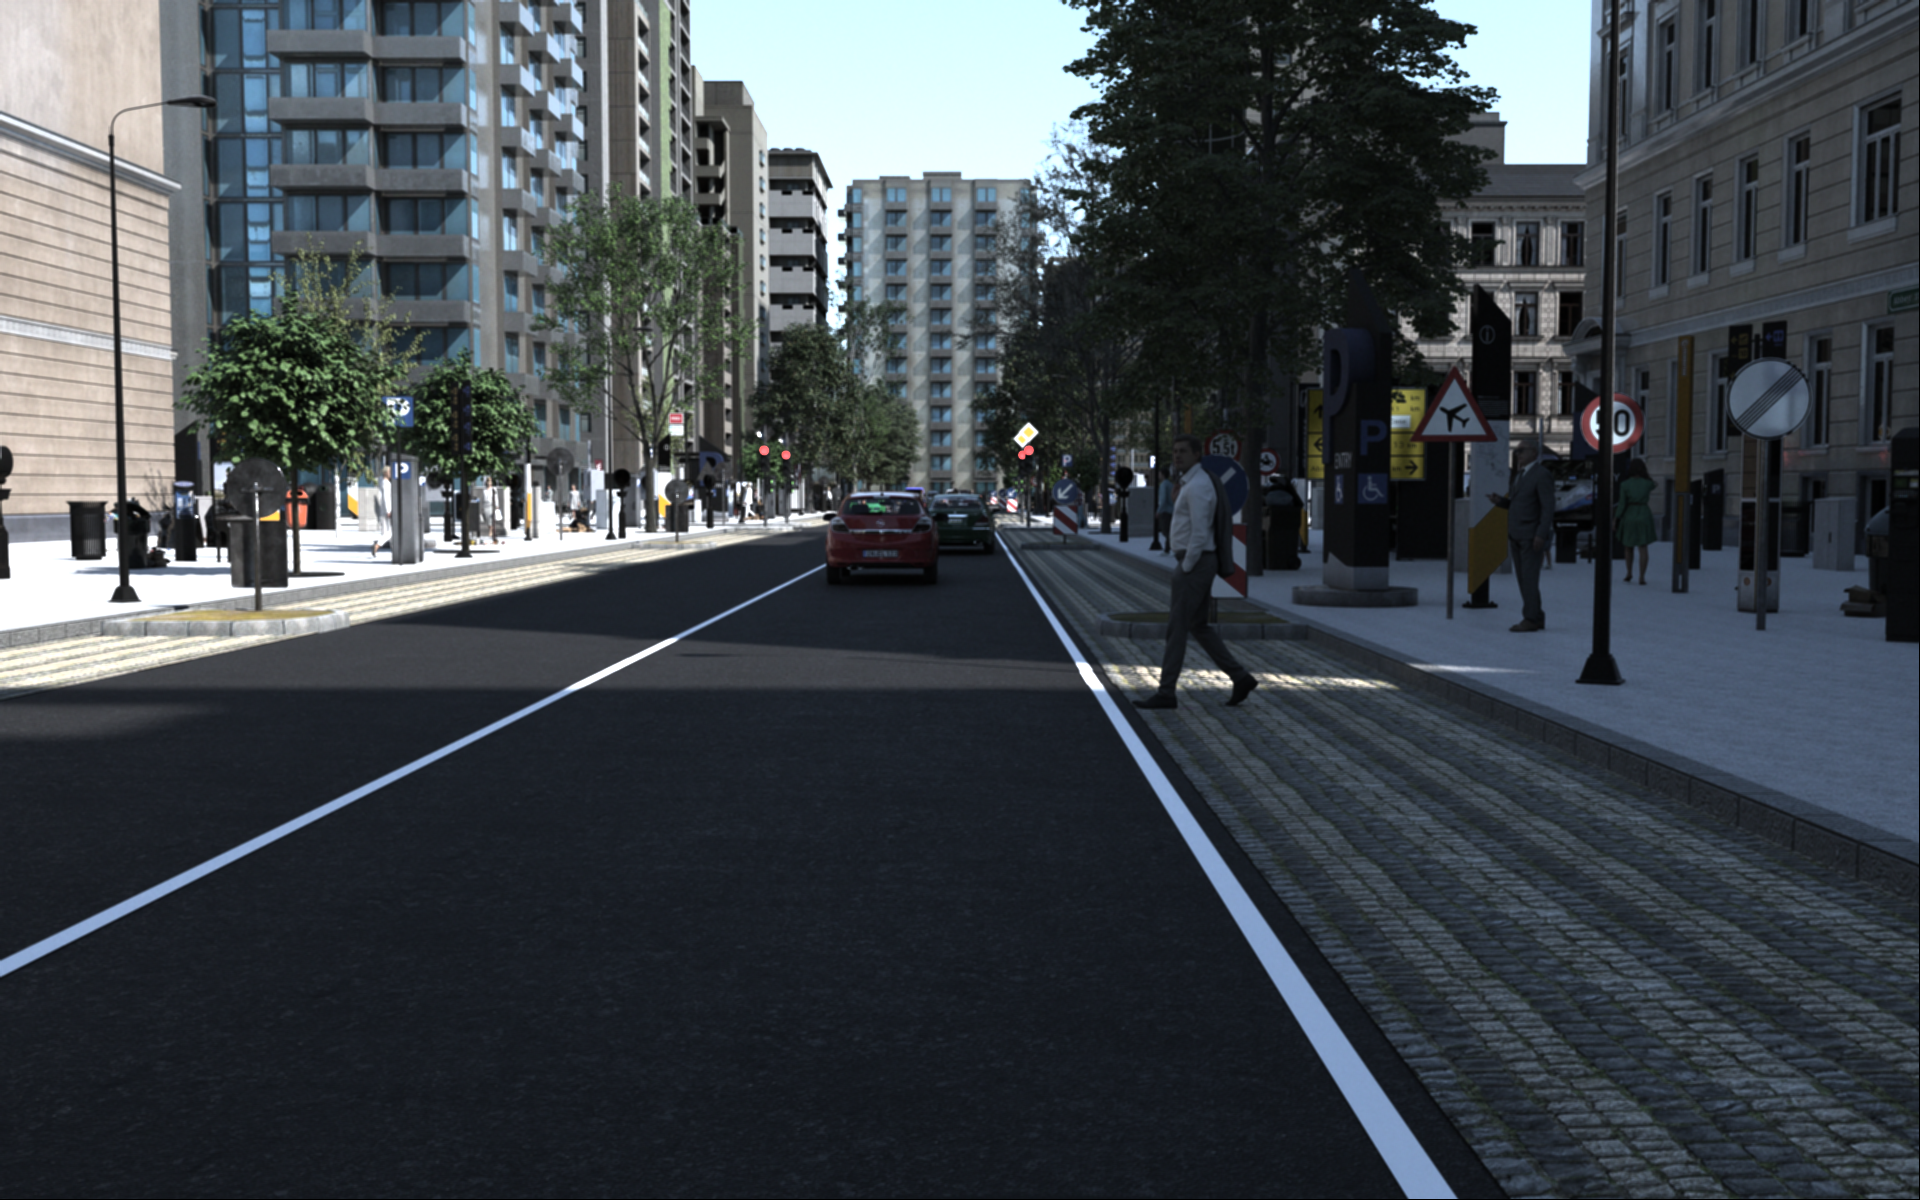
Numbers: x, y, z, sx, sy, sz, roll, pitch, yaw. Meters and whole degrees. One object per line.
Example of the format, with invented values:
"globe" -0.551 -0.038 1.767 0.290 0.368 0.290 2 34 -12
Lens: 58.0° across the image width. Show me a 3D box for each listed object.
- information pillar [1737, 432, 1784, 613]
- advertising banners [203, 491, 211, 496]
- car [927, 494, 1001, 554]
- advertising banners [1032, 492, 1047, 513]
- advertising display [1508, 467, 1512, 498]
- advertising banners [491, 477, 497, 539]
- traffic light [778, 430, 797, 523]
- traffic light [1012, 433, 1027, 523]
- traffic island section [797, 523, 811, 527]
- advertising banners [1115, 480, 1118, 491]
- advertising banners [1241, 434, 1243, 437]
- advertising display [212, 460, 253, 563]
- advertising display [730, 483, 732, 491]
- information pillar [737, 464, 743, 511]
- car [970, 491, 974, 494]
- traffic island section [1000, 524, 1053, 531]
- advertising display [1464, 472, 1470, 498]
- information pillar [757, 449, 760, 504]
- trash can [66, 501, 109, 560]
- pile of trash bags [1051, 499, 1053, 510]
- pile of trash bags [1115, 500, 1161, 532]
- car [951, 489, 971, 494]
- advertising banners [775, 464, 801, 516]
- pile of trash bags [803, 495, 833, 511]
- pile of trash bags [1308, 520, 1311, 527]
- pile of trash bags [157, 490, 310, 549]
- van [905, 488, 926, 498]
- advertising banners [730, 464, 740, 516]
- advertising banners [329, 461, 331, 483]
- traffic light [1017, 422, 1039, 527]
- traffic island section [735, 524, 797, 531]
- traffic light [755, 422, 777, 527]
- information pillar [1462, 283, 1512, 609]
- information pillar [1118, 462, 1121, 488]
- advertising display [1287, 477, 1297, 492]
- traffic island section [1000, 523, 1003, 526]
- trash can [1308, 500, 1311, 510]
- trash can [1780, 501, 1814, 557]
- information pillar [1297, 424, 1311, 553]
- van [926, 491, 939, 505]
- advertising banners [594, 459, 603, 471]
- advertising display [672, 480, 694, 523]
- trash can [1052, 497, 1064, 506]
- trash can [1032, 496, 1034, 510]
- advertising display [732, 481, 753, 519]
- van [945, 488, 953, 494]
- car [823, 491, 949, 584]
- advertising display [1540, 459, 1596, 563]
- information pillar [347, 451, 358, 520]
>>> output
"information pillar" 8.657 -0.871 18.735 0.304 2.012 0.304 -1 4 -13
"advertising banners" -33.153 -5.022 78.291 0.090 3.025 2.074 3 5 43
"car" -0.047 -1.898 42.830 2.131 1.459 4.920 0 4 2
"advertising banners" 5.803 -7.542 119.507 2.074 3.025 0.090 3 5 44
"advertising display" 13.057 -2.225 41.585 0.123 1.923 0.974 2 4 31
"advertising banners" -13.139 -3.214 48.745 0.090 3.025 2.074 -1 4 -13
"traffic light" -7.553 -5.309 75.721 0.839 4.253 0.868 0 4 0
"traffic light" 2.708 -5.306 75.678 0.839 4.253 0.868 0 4 0
"traffic island section" -7.593 -3.277 75.856 2.009 0.180 2.903 0 4 0
"advertising banners" 12.952 -8.634 137.352 0.090 3.025 2.074 -3 5 -40
"advertising banners" 7.280 -3.121 47.208 0.090 3.025 2.074 -2 4 -35
"advertising display" -13.486 -1.655 32.269 0.974 1.923 0.123 1 4 18
"advertising display" -13.909 -6.084 104.681 0.123 1.923 0.974 2 4 25
"information pillar" -16.673 -8.564 131.379 0.504 3.616 0.183 2 4 34
"car" 0.740 -11.589 198.145 2.281 1.827 5.304 0 4 0
"traffic island section" 2.701 -2.784 67.806 2.009 0.180 2.903 0 4 0
"advertising display" 15.258 -2.829 51.464 0.123 1.923 0.974 -2 4 -33
"information pillar" -10.558 -6.079 90.739 0.183 3.616 0.504 0 4 -4
"trash can" -16.947 -1.346 33.664 0.748 1.137 0.748 0 3 0
"pile of trash bags" 8.358 -7.730 136.144 1.912 1.369 3.447 -2 4 -24
"pile of trash bags" 6.586 -3.061 59.797 1.912 1.369 3.447 -2 4 -28
"car" 0.088 -8.126 141.538 2.281 1.827 5.304 0 4 1
"advertising banners" -10.185 -6.474 102.035 2.074 3.025 0.090 2 4 31
"pile of trash bags" -10.863 -7.286 128.876 1.912 1.369 3.447 2 4 32
"pile of trash bags" 15.207 -3.514 67.209 3.447 1.369 1.912 -3 5 -40
"pile of trash bags" -17.497 -1.957 41.747 3.447 1.369 1.912 -2 4 -24
"van" -4.325 -9.762 163.988 2.240 2.365 5.245 0 4 0
"advertising banners" -13.068 -6.427 101.273 2.074 3.025 0.090 3 5 44
"advertising banners" -32.576 -5.719 89.686 0.090 3.025 2.074 -1 4 -22
"traffic light" 2.661 -4.818 67.693 0.839 4.253 0.868 0 4 0
"traffic island section" -7.640 -2.788 67.871 2.009 0.180 2.903 0 4 0
"traffic light" -7.600 -4.821 67.736 0.839 4.253 0.868 0 4 0
"information pillar" 5.943 -1.719 19.460 0.504 3.616 0.183 -1 4 -21
"information pillar" 11.775 -8.353 127.923 0.183 3.616 0.504 -1 4 -16
"advertising display" 12.331 -3.634 64.636 0.974 1.923 0.123 -2 4 -29
"traffic island section" 2.748 -3.273 75.791 2.009 0.180 2.903 0 4 0
"trash can" 8.552 -1.981 44.048 0.748 1.137 0.748 0 3 0
"trash can" 17.006 -1.450 35.357 0.748 1.137 0.748 0 3 0
"information pillar" 7.476 -2.836 37.727 0.183 3.616 0.504 -1 4 -11
"van" -3.314 -12.540 212.035 2.013 2.044 4.112 0 4 -1
"advertising banners" -17.775 -5.624 88.141 0.090 3.025 2.074 3 5 39
"advertising display" -12.237 -4.365 76.584 0.974 1.923 0.123 -1 4 -9
"trash can" 4.855 -4.450 84.412 0.748 1.137 0.748 0 3 0
"trash can" 5.671 -7.675 137.142 0.748 1.137 0.748 0 3 0
"advertising display" -10.964 -5.056 87.882 0.974 1.923 0.123 -3 4 -38
"van" -0.708 -9.541 163.008 2.013 2.044 4.112 0 4 -1
"car" -1.259 -1.227 29.110 2.155 1.783 4.494 0 4 -1
"advertising display" 11.296 -1.653 32.241 0.974 1.923 0.123 1 4 16
"information pillar" -30.516 -5.853 87.044 0.504 3.616 0.183 0 4 -8
